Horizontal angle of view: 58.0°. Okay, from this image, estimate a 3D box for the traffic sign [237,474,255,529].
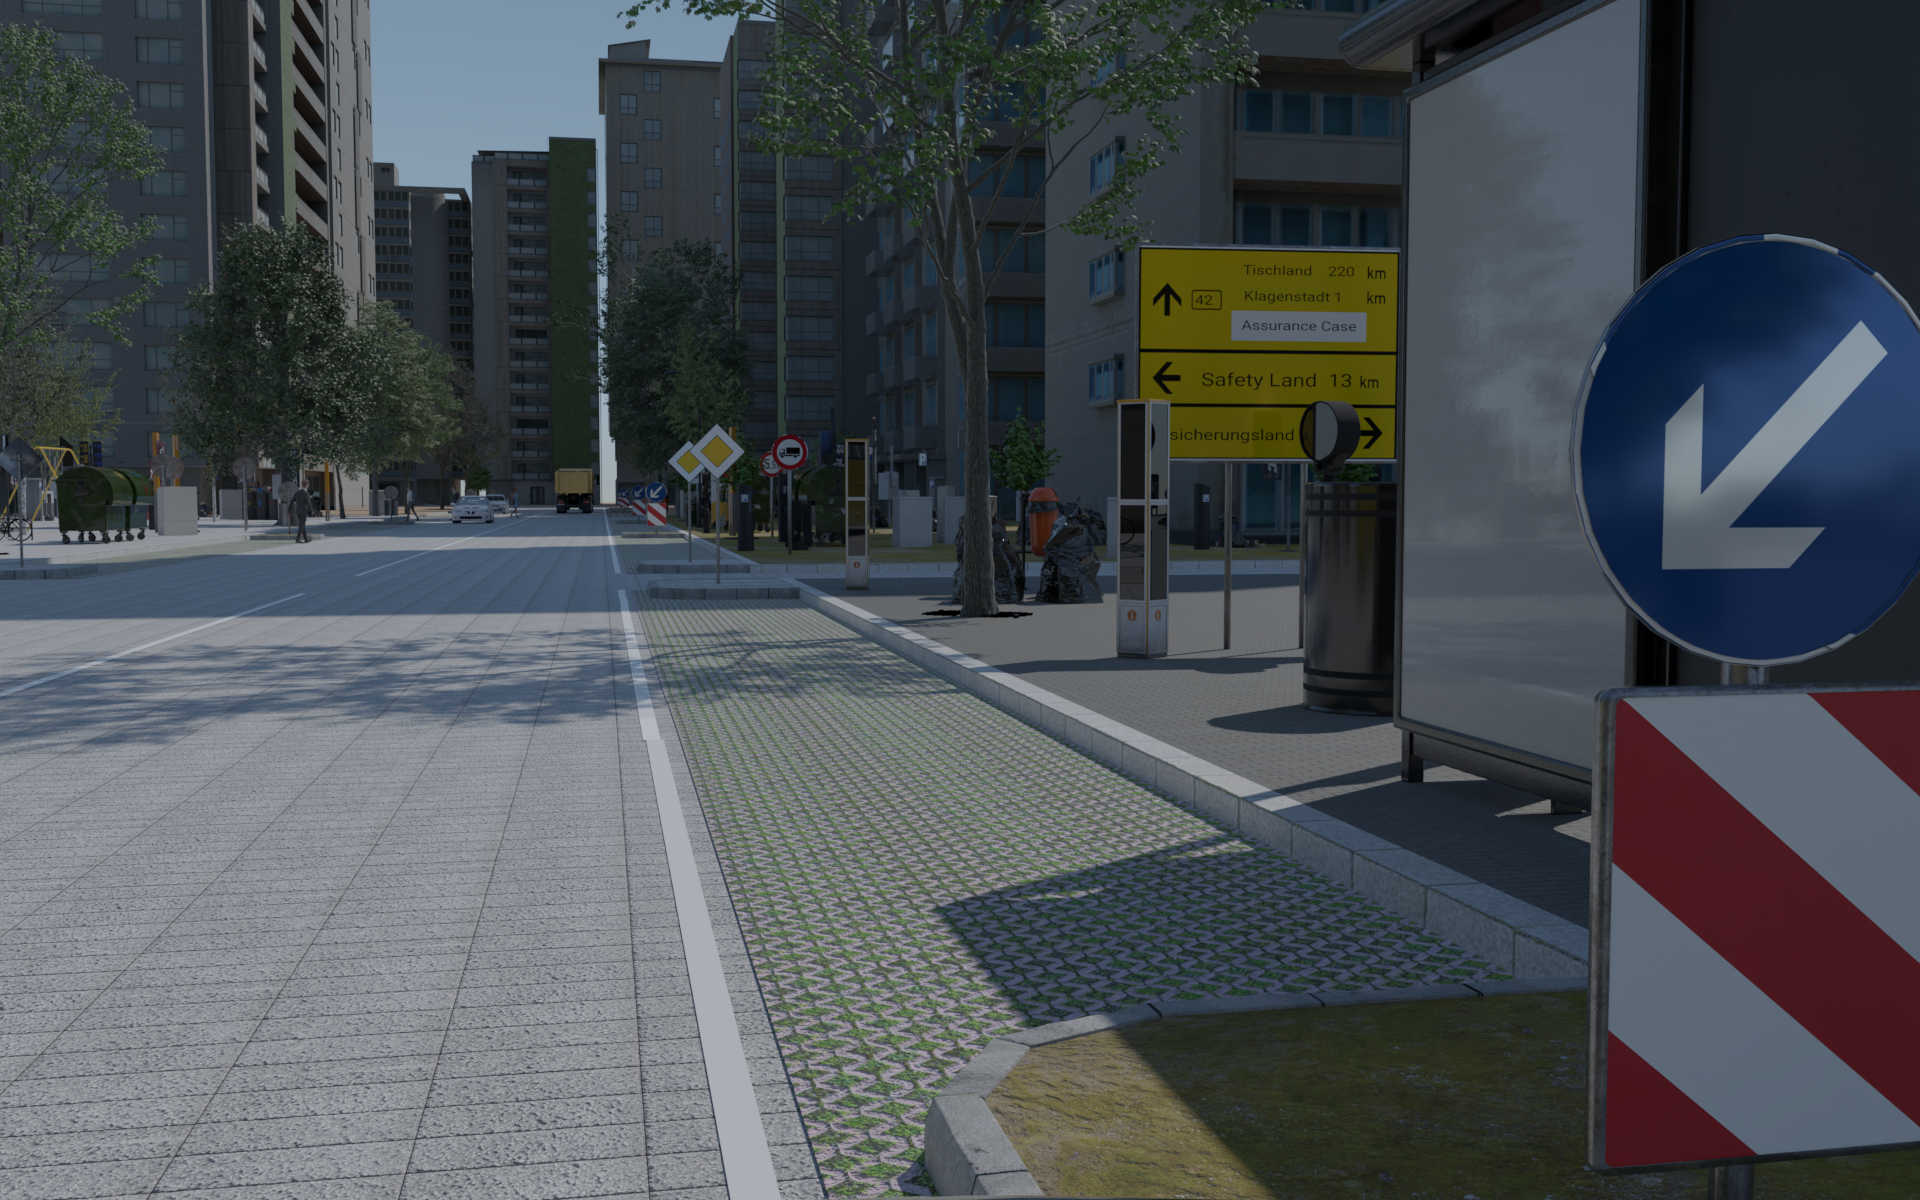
[{"bbox_3d":[-25.928,-3.719,62.929,0.606,2.300,0.079,0,4,-5],"label":"traffic sign"}]

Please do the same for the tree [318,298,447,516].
[{"bbox_3d":[-33.825,-11.160,100.592,7.486,12.596,7.792,0,3,0],"label":"tree"}]

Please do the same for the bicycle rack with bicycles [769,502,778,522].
[{"bbox_3d":[-9.470,-4.125,80.832,2.925,0.926,2.852,-1,4,-22],"label":"bicycle rack with bicycles"}]

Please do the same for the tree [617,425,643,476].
[{"bbox_3d":[-27.962,-12.428,153.556,4.737,8.622,4.395,0,3,0],"label":"tree"}]

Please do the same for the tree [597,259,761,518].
[{"bbox_3d":[-15.142,-11.442,93.731,9.857,13.997,8.962,0,3,0],"label":"tree"}]

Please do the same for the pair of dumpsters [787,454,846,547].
[{"bbox_3d":[-3.367,-2.526,43.801,1.574,2.255,4.437,-1,4,-12],"label":"pair of dumpsters"}]

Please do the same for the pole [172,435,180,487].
[{"bbox_3d":[-27.098,-4.041,59.913,0.158,3.312,0.155,0,3,0],"label":"pole"}]

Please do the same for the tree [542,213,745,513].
[{"bbox_3d":[-21.380,-16.047,118.261,12.611,20.169,13.585,0,3,0],"label":"tree"}]

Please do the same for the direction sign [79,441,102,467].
[{"bbox_3d":[-37.365,-5.047,74.518,0.876,3.537,0.379,-3,5,-41],"label":"direction sign"}]

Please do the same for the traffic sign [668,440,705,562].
[{"bbox_3d":[-5.080,-1.766,32.521,0.795,2.450,0.064,-1,4,-12],"label":"traffic sign"}]

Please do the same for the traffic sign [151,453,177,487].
[{"bbox_3d":[-24.880,-3.304,54.129,0.768,2.556,0.104,0,4,-8],"label":"traffic sign"}]

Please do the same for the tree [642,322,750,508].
[{"bbox_3d":[-11.026,-7.509,73.133,4.737,8.622,4.395,0,3,0],"label":"tree"}]

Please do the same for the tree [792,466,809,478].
[{"bbox_3d":[-9.419,-6.650,103.323,1.663,3.219,1.824,0,3,0],"label":"tree"}]

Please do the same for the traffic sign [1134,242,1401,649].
[{"bbox_3d":[2.530,-1.247,14.262,2.265,3.308,0.079,0,4,-8],"label":"traffic sign"}]

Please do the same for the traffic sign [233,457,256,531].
[{"bbox_3d":[-24.756,-3.660,59.944,0.768,2.556,0.104,0,4,-5],"label":"traffic sign"}]

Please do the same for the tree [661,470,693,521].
[{"bbox_3d":[-12.657,-5.310,81.414,1.663,3.219,1.824,0,3,0],"label":"tree"}]

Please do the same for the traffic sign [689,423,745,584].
[{"bbox_3d":[-3.459,-1.288,24.702,0.795,2.450,0.064,-1,4,-12],"label":"traffic sign"}]

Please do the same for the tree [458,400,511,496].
[{"bbox_3d":[-46.421,-13.928,162.127,8.767,10.594,7.601,-1,4,-18],"label":"tree"}]

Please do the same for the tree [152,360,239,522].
[{"bbox_3d":[-34.562,-7.896,79.460,4.360,8.622,3.978,0,3,0],"label":"tree"}]

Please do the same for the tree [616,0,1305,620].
[{"bbox_3d":[0.028,-5.635,17.882,9.928,11.665,9.643,0,3,0],"label":"tree"}]

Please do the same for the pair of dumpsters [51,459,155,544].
[{"bbox_3d":[-22.848,-2.675,46.231,1.574,2.255,4.437,-1,4,-12],"label":"pair of dumpsters"}]

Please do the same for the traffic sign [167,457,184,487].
[{"bbox_3d":[-26.785,-3.596,58.896,0.768,2.556,0.104,-1,4,-10],"label":"traffic sign"}]

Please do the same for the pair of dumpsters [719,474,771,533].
[{"bbox_3d":[-7.329,-3.481,59.415,1.574,2.255,4.437,-1,4,-12],"label":"pair of dumpsters"}]

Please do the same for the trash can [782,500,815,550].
[{"bbox_3d":[-3.694,-1.708,39.578,0.748,1.137,0.748,0,3,0],"label":"trash can"}]

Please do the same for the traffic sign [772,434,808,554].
[{"bbox_3d":[-3.623,-2.249,36.871,0.768,2.556,0.104,-1,4,-11],"label":"traffic sign"}]

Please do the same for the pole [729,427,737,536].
[{"bbox_3d":[-6.947,-3.616,52.958,0.158,3.312,0.155,0,3,0],"label":"pole"}]

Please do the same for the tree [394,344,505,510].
[{"bbox_3d":[-42.436,-14.152,141.750,12.009,13.543,11.850,0,3,0],"label":"tree"}]

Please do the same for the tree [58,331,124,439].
[{"bbox_3d":[-40.783,-7.890,79.358,4.737,8.622,4.395,0,3,0],"label":"tree"}]

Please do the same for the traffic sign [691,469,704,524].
[{"bbox_3d":[-10.328,-4.035,68.102,0.606,2.300,0.079,0,4,-2],"label":"traffic sign"}]

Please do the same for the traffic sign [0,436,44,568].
[{"bbox_3d":[-16.389,-1.625,30.206,0.795,2.450,0.064,-1,4,-12],"label":"traffic sign"}]

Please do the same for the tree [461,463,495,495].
[{"bbox_3d":[-49.127,-11.799,176.623,4.285,4.588,4.351,0,3,0],"label":"tree"}]

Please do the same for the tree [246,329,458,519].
[{"bbox_3d":[-32.302,-9.506,89.835,7.601,10.594,8.767,3,4,38],"label":"tree"}]

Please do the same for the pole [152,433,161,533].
[{"bbox_3d":[-26.627,-3.889,57.432,0.158,3.312,0.155,0,3,0],"label":"pole"}]

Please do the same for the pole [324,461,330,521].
[{"bbox_3d":[-30.062,-5.407,82.253,0.158,3.312,0.155,0,3,0],"label":"pole"}]

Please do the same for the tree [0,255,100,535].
[{"bbox_3d":[-29.259,-6.344,54.086,4.360,8.622,3.978,0,3,0],"label":"tree"}]

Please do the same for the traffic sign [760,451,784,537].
[{"bbox_3d":[-5.615,-3.160,51.776,0.768,2.556,0.104,-1,4,-8],"label":"traffic sign"}]

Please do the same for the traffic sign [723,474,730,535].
[{"bbox_3d":[-7.126,-3.274,53.630,0.768,2.556,0.104,0,4,-4],"label":"traffic sign"}]

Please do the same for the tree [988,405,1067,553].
[{"bbox_3d":[1.232,-2.650,37.930,1.663,3.219,1.824,0,3,0],"label":"tree"}]

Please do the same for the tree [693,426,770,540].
[{"bbox_3d":[-6.372,-3.336,49.151,1.663,3.219,1.824,0,3,0],"label":"tree"}]

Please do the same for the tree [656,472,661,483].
[{"bbox_3d":[-23.460,-8.648,135.989,1.663,3.219,1.824,0,3,0],"label":"tree"}]

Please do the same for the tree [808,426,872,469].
[{"bbox_3d":[-5.730,-6.089,83.271,4.285,4.588,4.351,0,3,0],"label":"tree"}]

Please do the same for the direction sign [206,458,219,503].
[{"bbox_3d":[-42.910,-6.571,99.440,0.876,3.537,0.379,1,4,18],"label":"direction sign"}]

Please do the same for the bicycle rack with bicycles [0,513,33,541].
[{"bbox_3d":[-26.574,-2.064,47.126,2.925,0.926,2.852,0,4,6],"label":"bicycle rack with bicycles"}]

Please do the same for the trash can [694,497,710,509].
[{"bbox_3d":[-11.538,-4.027,77.489,0.748,1.137,0.748,0,3,0],"label":"trash can"}]

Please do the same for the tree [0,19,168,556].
[{"bbox_3d":[-20.618,-6.750,36.113,9.928,11.665,9.643,0,3,0],"label":"tree"}]

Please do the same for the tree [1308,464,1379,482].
[{"bbox_3d":[8.805,-2.721,39.087,1.663,3.219,1.824,0,3,0],"label":"tree"}]

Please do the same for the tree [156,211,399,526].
[{"bbox_3d":[-27.735,-9.403,70.749,9.611,12.733,9.660,0,3,0],"label":"tree"}]
